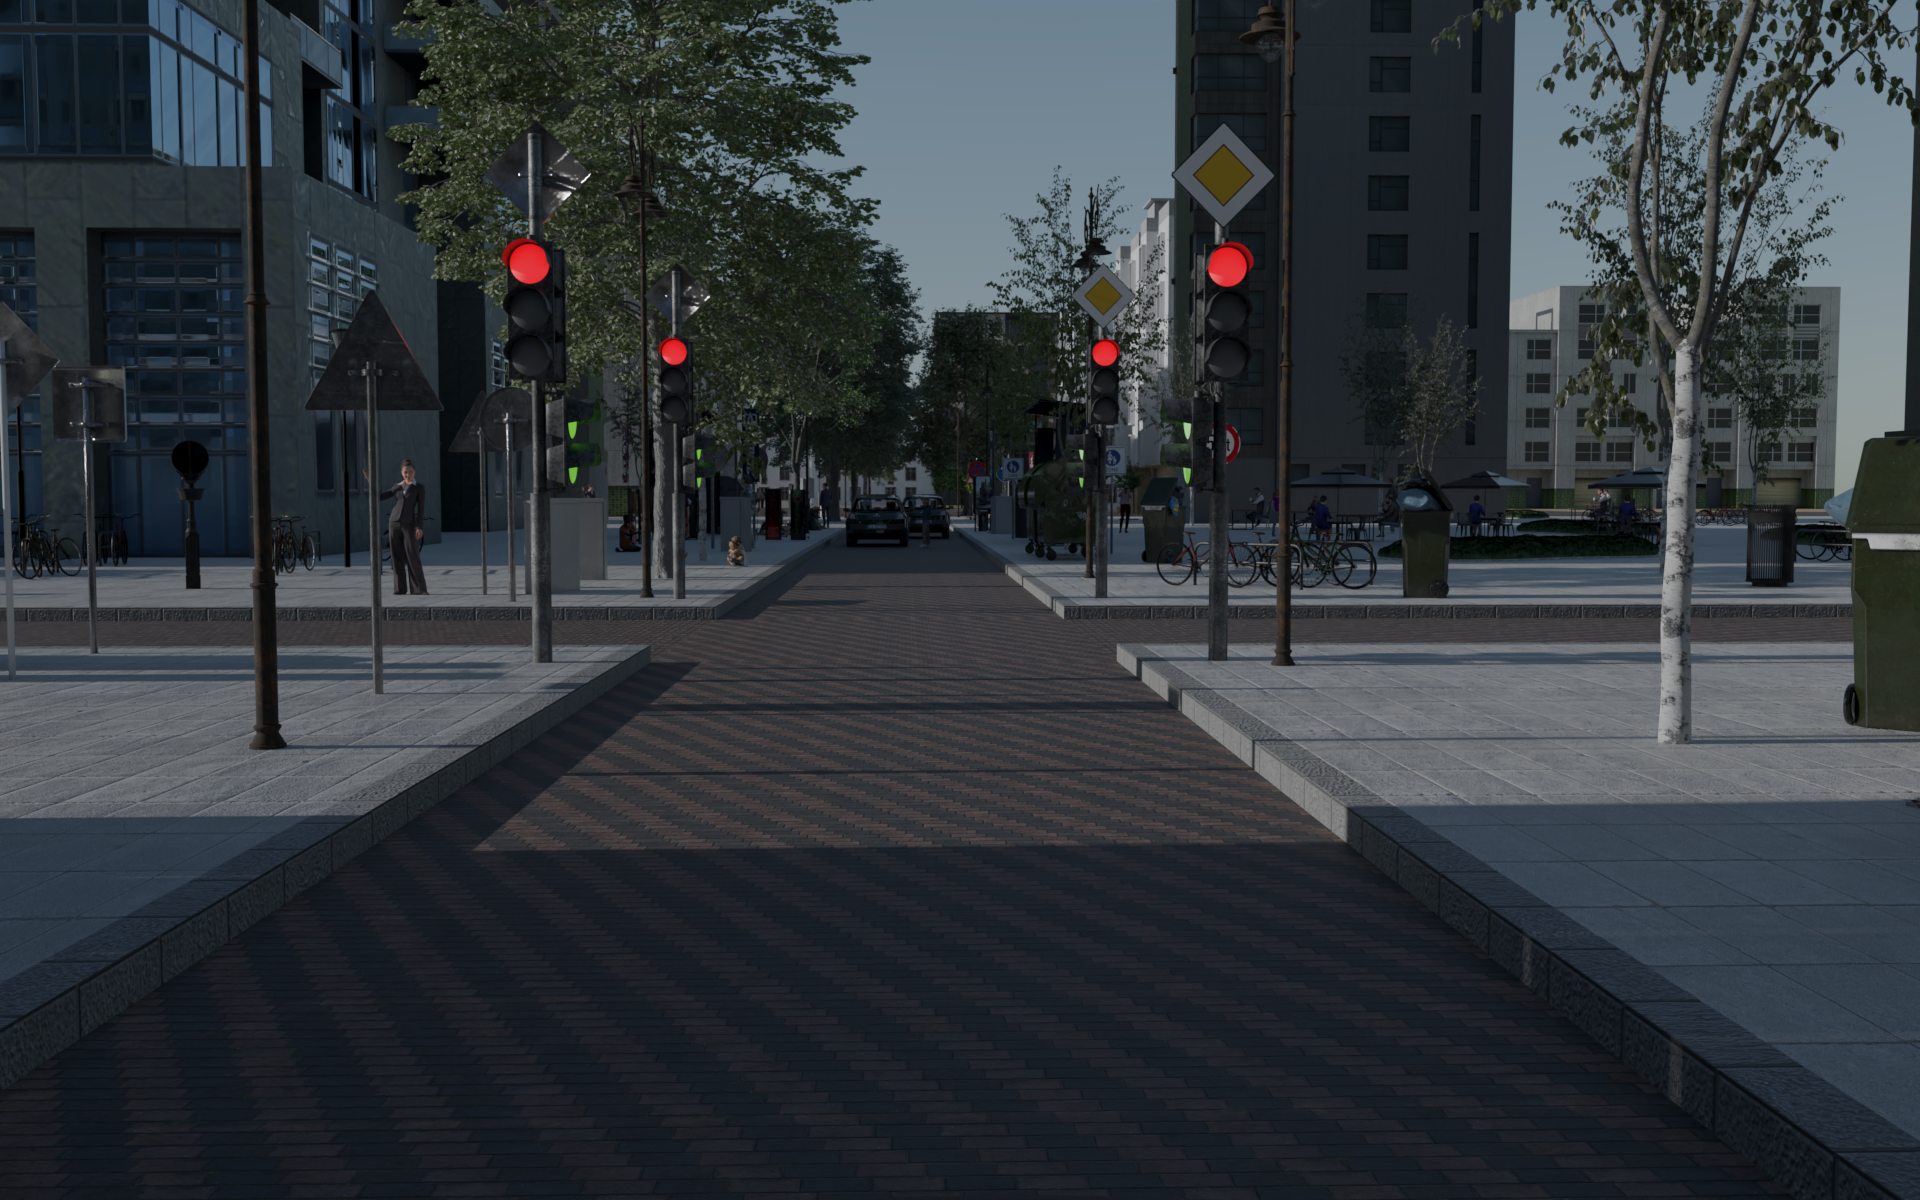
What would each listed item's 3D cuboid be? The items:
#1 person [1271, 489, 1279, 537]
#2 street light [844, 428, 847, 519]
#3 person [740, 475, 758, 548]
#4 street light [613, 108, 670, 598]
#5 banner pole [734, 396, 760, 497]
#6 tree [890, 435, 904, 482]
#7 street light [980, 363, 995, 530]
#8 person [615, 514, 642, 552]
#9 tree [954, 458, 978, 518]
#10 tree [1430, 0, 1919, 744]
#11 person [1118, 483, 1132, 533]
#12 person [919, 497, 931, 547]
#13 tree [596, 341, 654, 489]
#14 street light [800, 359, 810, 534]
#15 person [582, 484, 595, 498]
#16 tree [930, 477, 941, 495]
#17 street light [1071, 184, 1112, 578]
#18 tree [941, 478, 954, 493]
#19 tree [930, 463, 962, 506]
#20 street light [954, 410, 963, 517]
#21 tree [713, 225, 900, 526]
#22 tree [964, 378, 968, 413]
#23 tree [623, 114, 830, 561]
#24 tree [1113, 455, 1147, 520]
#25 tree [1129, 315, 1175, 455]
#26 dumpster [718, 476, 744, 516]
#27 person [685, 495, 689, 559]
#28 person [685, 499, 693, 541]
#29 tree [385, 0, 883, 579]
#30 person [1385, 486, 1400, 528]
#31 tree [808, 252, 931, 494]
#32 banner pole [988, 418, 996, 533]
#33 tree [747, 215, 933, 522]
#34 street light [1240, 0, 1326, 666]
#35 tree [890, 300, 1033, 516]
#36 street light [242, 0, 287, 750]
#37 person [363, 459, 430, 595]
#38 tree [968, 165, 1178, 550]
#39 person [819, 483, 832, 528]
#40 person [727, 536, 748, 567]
[{"bbox_3d":[9.682,-2.623,52.163,0.726,1.435,0.776,-3,5,-40],"label":"person"},{"bbox_3d":[-6.012,-7.216,90.771,0.468,5.910,1.993,0,4,-2],"label":"street light"},{"bbox_3d":[-4.982,-2.081,40.783,0.376,1.734,0.841,0,4,7],"label":"person"},{"bbox_3d":[-3.881,-2.967,21.298,0.468,5.910,1.993,0,4,-2],"label":"street light"},{"bbox_3d":[-5.522,-3.329,44.448,0.863,3.779,0.401,-1,4,-22],"label":"banner pole"},{"bbox_3d":[-9.272,-15.322,168.645,7.486,12.596,7.792,0,3,0],"label":"tree"},{"bbox_3d":[0.954,-5.394,60.972,0.468,5.910,1.993,0,4,-2],"label":"street light"},{"bbox_3d":[-7.283,-1.470,38.360,0.655,0.850,0.859,1,4,19],"label":"person"},{"bbox_3d":[0.836,-5.933,91.608,1.663,3.219,1.824,0,3,0],"label":"tree"},{"bbox_3d":[3.919,-3.572,8.767,4.360,8.622,3.978,0,3,0],"label":"tree"},{"bbox_3d":[5.480,-3.046,57.302,0.517,1.644,0.566,3,4,38],"label":"person"},{"bbox_3d":[-0.946,-2.096,46.671,0.340,1.345,0.435,0,4,-6],"label":"person"},{"bbox_3d":[-14.897,-7.970,80.674,4.360,8.622,3.978,0,3,0],"label":"tree"},{"bbox_3d":[-4.955,-5.092,56.034,0.468,5.910,1.993,0,4,-2],"label":"street light"},{"bbox_3d":[-15.564,-4.035,72.818,0.445,1.727,0.742,1,4,13],"label":"person"},{"bbox_3d":[-1.677,-9.535,150.495,1.663,3.219,1.824,0,3,0],"label":"tree"},{"bbox_3d":[1.976,-3.269,26.234,0.468,5.910,1.993,0,4,-2],"label":"street light"},{"bbox_3d":[0.110,-7.704,120.558,1.663,3.219,1.824,0,3,0],"label":"tree"},{"bbox_3d":[-0.906,-10.590,156.858,4.285,4.588,4.351,0,3,0],"label":"tree"},{"bbox_3d":[-0.096,-7.518,95.709,0.468,5.910,1.993,0,4,-2],"label":"street light"},{"bbox_3d":[-6.323,-8.653,67.232,9.928,11.665,9.643,0,3,0],"label":"tree"},{"bbox_3d":[2.041,-6.978,64.449,4.737,8.622,4.395,0,3,0],"label":"tree"},{"bbox_3d":[-4.724,-5.053,32.980,4.737,8.622,4.395,0,3,0],"label":"tree"},{"bbox_3d":[8.367,-5.656,87.072,1.663,3.219,1.824,0,3,0],"label":"tree"},{"bbox_3d":[9.190,-7.297,69.663,4.360,8.622,3.978,0,3,0],"label":"tree"},{"bbox_3d":[-7.549,-3.074,56.021,1.264,1.857,1.865,0,4,-2],"label":"dumpster"},{"bbox_3d":[-5.216,-1.439,31.785,0.569,1.553,0.471,-1,4,-20],"label":"person"},{"bbox_3d":[-7.673,-2.340,47.488,0.628,1.438,0.799,0,4,6],"label":"person"},{"bbox_3d":[-4.922,-6.603,26.094,7.486,12.596,7.792,0,3,0],"label":"tree"},{"bbox_3d":[16.702,-3.585,66.519,0.647,1.594,0.662,-3,4,-38],"label":"person"},{"bbox_3d":[-7.498,-17.179,136.758,12.611,20.169,13.585,0,3,0],"label":"tree"},{"bbox_3d":[1.058,-4.097,57.011,0.401,3.779,0.863,1,4,14],"label":"banner pole"},{"bbox_3d":[-5.878,-10.664,81.017,9.857,13.997,8.962,0,3,0],"label":"tree"},{"bbox_3d":[2.423,-2.448,12.813,0.468,5.910,1.993,0,4,-2],"label":"street light"},{"bbox_3d":[0.360,-11.361,102.764,9.611,12.733,9.660,0,3,0],"label":"tree"},{"bbox_3d":[-3.502,-2.189,8.586,0.468,5.910,1.993,0,4,-2],"label":"street light"},{"bbox_3d":[-7.142,-0.923,21.934,0.742,1.727,0.445,-2,4,-25],"label":"person"},{"bbox_3d":[2.719,-5.469,39.774,4.737,8.622,4.395,0,3,0],"label":"tree"},{"bbox_3d":[-5.096,-3.595,65.737,0.541,1.710,0.530,-2,4,-26],"label":"person"},{"bbox_3d":[-3.933,-0.860,30.579,0.357,0.543,0.381,-1,4,-20],"label":"person"}]
